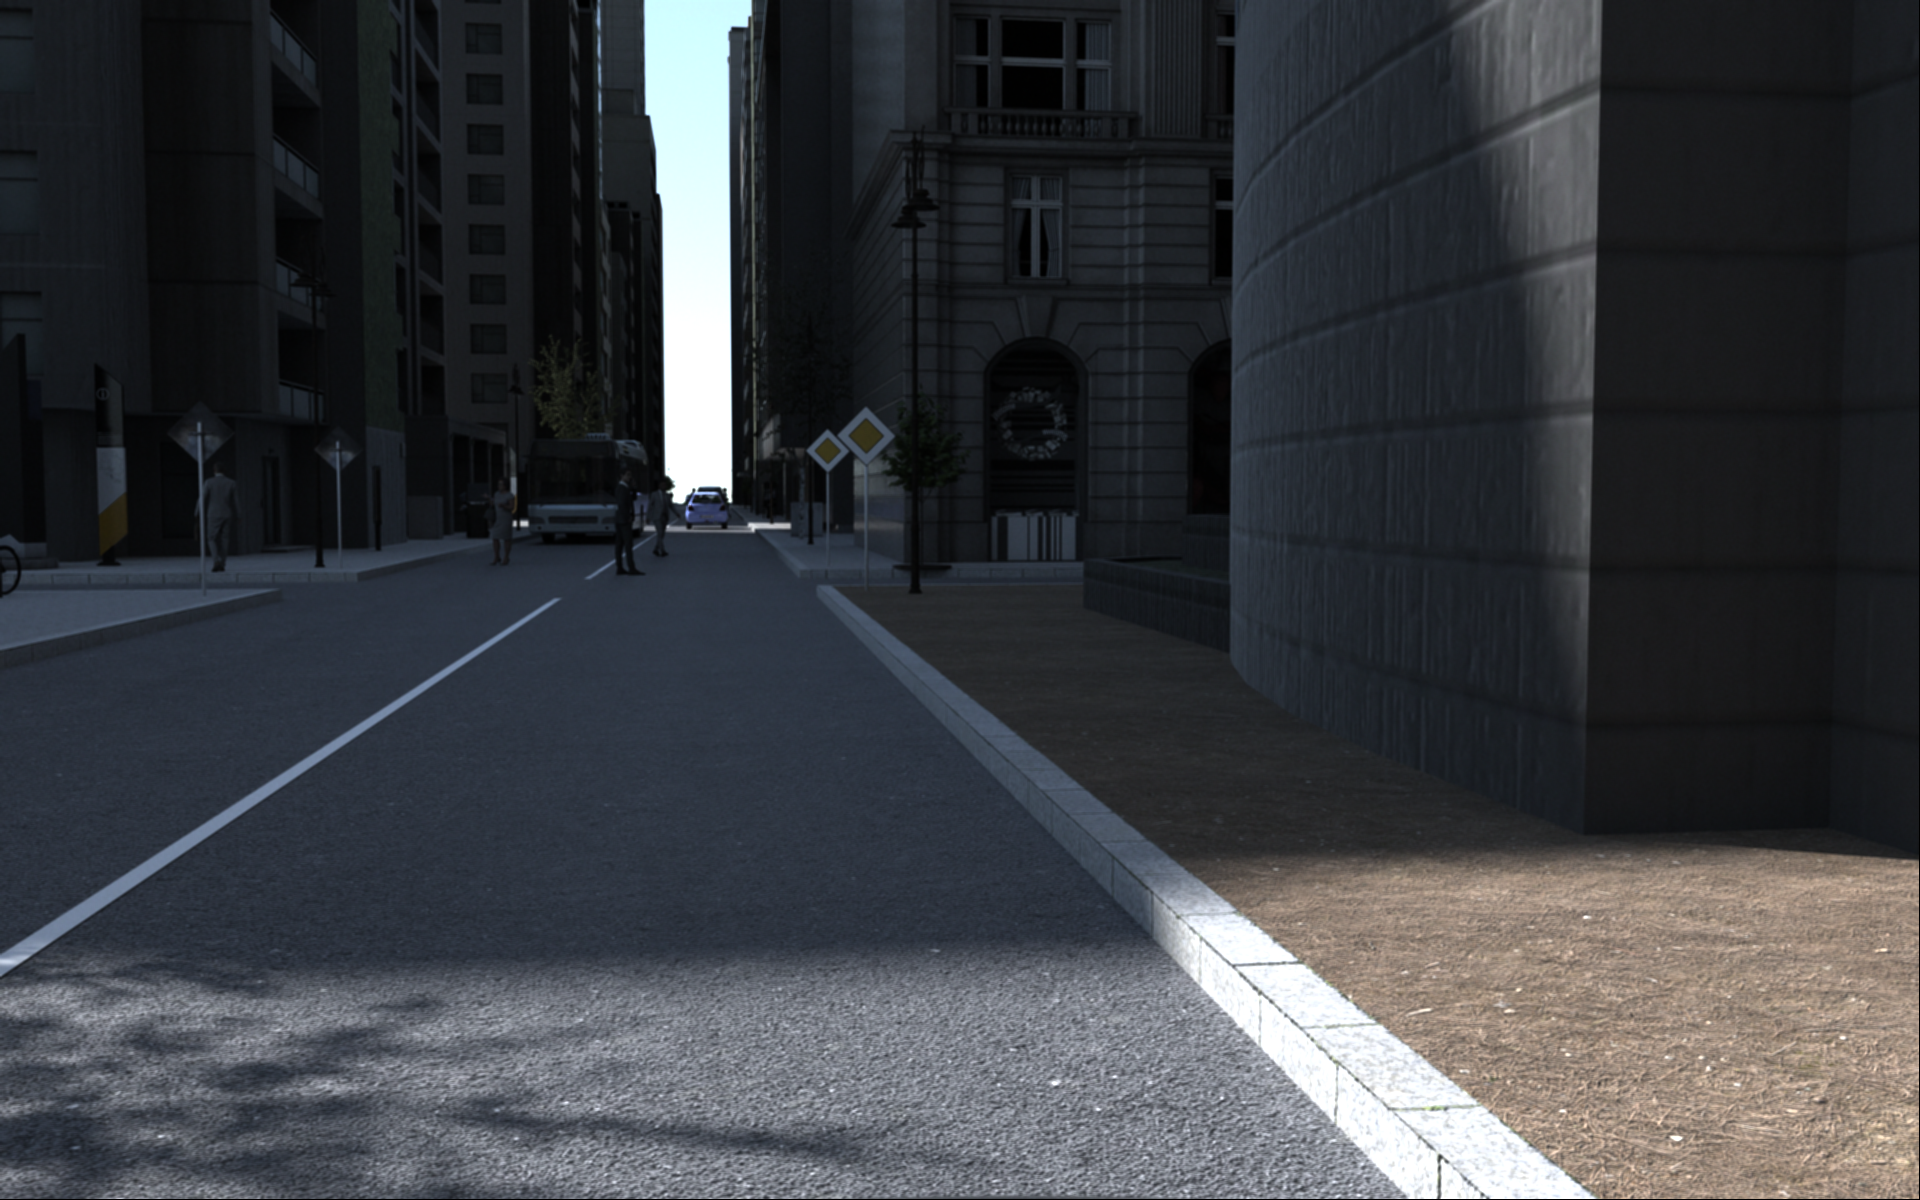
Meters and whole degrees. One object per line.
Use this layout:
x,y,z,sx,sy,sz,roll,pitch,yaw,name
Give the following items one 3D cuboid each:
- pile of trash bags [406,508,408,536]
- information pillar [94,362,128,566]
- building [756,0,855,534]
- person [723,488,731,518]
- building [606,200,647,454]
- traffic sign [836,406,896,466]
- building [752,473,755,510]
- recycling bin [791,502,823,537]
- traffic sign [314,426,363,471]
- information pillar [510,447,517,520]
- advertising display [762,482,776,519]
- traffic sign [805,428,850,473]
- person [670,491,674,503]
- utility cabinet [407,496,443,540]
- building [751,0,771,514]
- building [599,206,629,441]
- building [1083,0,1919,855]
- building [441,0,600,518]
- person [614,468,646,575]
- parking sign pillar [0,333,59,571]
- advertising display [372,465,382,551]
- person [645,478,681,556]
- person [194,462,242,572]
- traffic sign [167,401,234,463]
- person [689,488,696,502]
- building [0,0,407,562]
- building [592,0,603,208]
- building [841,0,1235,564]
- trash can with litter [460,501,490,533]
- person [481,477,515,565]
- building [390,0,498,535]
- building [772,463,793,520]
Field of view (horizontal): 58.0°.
-17.583,-2.553,51.490,3.447,1.369,1.912,-3,5,-43,pile of trash bags
-15.149,-2.418,30.892,0.504,3.616,0.183,0,4,-3,information pillar
-0.765,-15.402,70.883,14.314,24.678,30.058,0,4,-8,building
-13.479,-5.564,99.695,0.641,1.798,0.478,0,4,7,person
-38.196,-24.300,169.012,14.160,30.474,14.107,0,4,-8,building
-1.217,-1.266,22.892,0.795,2.593,0.064,0,4,-8,traffic sign
-0.429,-27.336,138.824,32.217,40.220,23.993,0,4,-8,building
-4.624,-2.428,52.248,0.722,1.027,0.722,-3,5,-42,recycling bin
-10.643,-1.680,29.656,0.795,2.593,0.064,0,4,-8,traffic sign
-21.979,-5.750,85.364,0.504,3.616,0.183,3,5,39,information pillar
-10.037,-5.254,91.114,0.123,1.923,0.974,3,4,38,advertising display
-2.328,-1.750,30.799,0.795,2.593,0.064,0,4,-8,traffic sign
-42.435,-15.165,254.513,0.617,1.759,0.750,0,4,-3,person
-15.156,-2.321,49.109,1.020,1.237,0.306,1,4,21,utility cabinet
-7.127,-26.577,118.135,14.154,41.232,14.086,0,4,-8,building
-37.147,-16.604,116.514,27.650,21.520,28.899,0,4,-8,building
12.455,-28.511,8.156,21.231,58.520,28.212,0,4,-8,building
-27.266,-19.766,94.868,14.160,30.474,14.107,0,4,-8,building
-5.900,-1.402,30.793,0.474,1.900,0.648,-2,4,-25,person
-16.264,-2.515,29.586,1.447,3.967,1.447,2,4,27,parking sign pillar
-13.270,-2.093,39.441,0.123,1.923,0.974,-1,4,-22,advertising display
-6.876,-1.901,39.862,0.678,1.792,0.850,-3,5,-42,person
-12.308,-1.380,28.734,0.709,1.813,0.853,-3,4,-39,person
-9.532,-1.196,21.748,0.795,2.593,0.064,0,4,-8,traffic sign
-15.507,-5.591,100.259,0.444,1.785,0.601,-1,4,-17,person
-20.615,-21.601,36.775,14.154,41.232,14.086,0,4,-8,building
-40.102,-50.864,144.302,22.319,86.520,31.000,0,4,-8,building
9.582,-12.039,38.633,24.055,21.916,13.314,0,4,-8,building
-14.764,-2.533,52.805,0.624,1.170,1.055,0,4,6,trash can with litter
-9.334,-1.593,34.902,0.716,1.782,0.532,2,4,24,person
-27.382,-38.056,60.462,20.563,71.187,20.611,0,4,-8,building
-4.088,-16.988,95.781,12.078,24.808,19.932,0,4,-8,building
